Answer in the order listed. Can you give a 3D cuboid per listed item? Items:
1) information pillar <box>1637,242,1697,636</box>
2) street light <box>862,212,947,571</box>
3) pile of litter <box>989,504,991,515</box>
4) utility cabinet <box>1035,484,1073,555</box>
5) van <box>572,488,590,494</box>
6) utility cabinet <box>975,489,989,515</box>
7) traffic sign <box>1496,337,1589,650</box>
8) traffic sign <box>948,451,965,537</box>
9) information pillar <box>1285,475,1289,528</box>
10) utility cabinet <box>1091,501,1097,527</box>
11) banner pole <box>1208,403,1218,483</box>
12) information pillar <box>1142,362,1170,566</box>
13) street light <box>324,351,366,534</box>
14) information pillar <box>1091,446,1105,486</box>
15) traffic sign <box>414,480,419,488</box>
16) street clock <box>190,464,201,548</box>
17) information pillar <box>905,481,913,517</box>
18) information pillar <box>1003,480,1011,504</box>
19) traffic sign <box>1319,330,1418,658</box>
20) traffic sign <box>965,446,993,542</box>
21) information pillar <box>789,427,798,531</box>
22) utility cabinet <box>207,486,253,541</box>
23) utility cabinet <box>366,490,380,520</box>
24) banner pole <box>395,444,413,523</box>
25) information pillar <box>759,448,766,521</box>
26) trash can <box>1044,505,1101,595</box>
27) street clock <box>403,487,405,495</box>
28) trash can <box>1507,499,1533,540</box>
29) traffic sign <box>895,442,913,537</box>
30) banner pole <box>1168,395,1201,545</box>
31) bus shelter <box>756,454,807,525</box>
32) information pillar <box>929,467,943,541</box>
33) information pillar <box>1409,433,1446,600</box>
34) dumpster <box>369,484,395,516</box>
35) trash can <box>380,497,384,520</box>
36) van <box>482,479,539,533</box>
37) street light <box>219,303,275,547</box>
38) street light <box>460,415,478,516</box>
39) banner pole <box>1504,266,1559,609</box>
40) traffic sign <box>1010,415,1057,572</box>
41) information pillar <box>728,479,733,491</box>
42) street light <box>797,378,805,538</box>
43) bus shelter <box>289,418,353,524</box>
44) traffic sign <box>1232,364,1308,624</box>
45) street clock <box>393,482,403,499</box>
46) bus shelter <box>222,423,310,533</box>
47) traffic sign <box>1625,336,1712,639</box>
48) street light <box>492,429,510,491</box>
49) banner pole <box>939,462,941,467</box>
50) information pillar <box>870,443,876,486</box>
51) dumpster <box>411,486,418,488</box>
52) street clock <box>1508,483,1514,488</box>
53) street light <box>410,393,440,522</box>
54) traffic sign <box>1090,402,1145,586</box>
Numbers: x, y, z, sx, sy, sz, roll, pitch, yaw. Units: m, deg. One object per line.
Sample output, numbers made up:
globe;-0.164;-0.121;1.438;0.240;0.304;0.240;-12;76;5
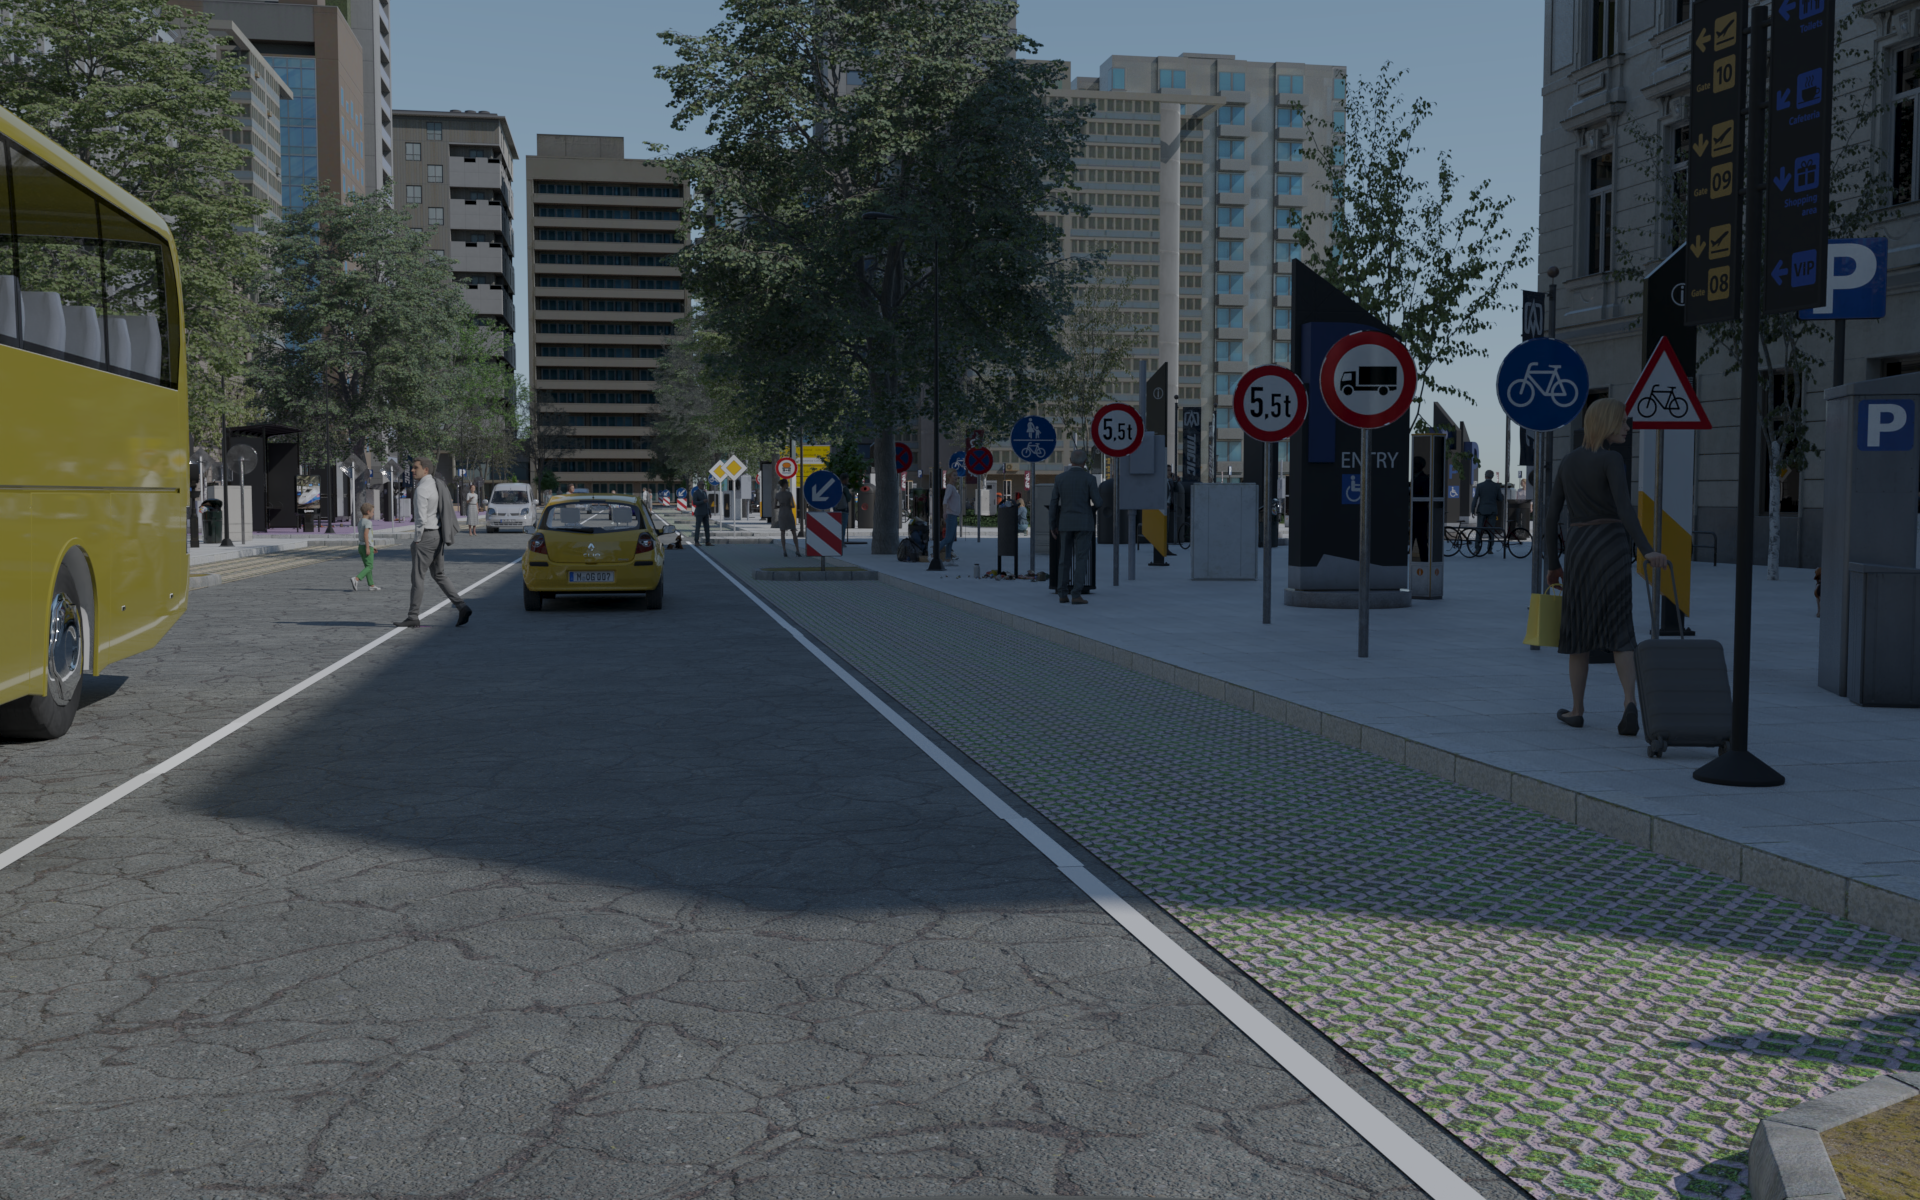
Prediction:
information pillar;6.389;-1.484;15.615;0.504;3.616;0.183;0;4;-5
street light;-0.926;-3.440;28.778;1.470;5.913;1.316;-1;4;-11
pile of litter;1.208;-4.882;93.779;1.176;0.858;1.719;-1;4;-13
utility cabinet;2.020;-1.700;36.477;0.318;1.500;1.173;-3;5;-45
van;-27.486;-7.221;125.069;2.013;2.044;4.112;-1;4;-10
utility cabinet;1.066;-4.451;81.459;0.318;1.500;1.173;1;4;19
traffic sign;4.734;-0.861;14.176;0.768;2.556;0.104;0;4;-2
traffic sign;0.030;-3.131;51.298;0.768;2.556;0.104;-1;4;-10
information pillar;12.640;-3.779;66.284;0.304;2.012;0.304;-2;4;-27
utility cabinet;5.235;-3.540;66.558;1.173;1.500;0.318;-3;5;-43
banner pole;6.983;-3.523;47.626;0.401;3.779;0.863;1;4;15
information pillar;3.486;-2.417;30.868;0.504;3.616;0.183;3;5;39
street light;-19.985;-5.124;56.314;1.470;5.913;1.316;-1;4;-11
information pillar;5.732;-4.966;72.553;0.504;3.616;0.183;2;4;30
traffic sign;-35.506;-6.885;112.680;0.768;2.556;0.104;0;4;-2
street clock;-18.286;-2.248;41.331;0.358;2.002;0.471;-2;4;-31
information pillar;-2.849;-5.649;96.860;0.304;2.012;0.304;-2;4;-34
information pillar;2.493;-5.302;91.181;0.304;2.012;0.304;-2;4;-30
traffic sign;3.172;-0.822;13.544;0.768;2.556;0.104;0;4;-1
traffic sign;0.500;-2.801;45.898;0.768;2.556;0.104;0;4;-4
information pillar;-5.776;-4.191;59.874;0.183;3.616;0.504;1;4;11
utility cabinet;-19.649;-2.319;46.600;0.318;1.500;1.173;2;4;29
utility cabinet;-28.872;-4.678;85.161;0.318;1.500;1.173;-3;4;-38
banner pole;-24.665;-5.309;76.821;0.863;3.779;0.401;0;4;4
information pillar;-9.449;-5.643;83.620;0.504;3.616;0.183;-2;4;-25
trash can;1.449;-0.651;22.290;0.748;1.137;0.748;0;3;0
street clock;-33.335;-6.040;103.328;0.471;2.002;0.358;-2;4;-24
trash can;15.560;-2.237;48.233;0.748;1.137;0.748;0;3;0
traffic sign;-1.538;-2.594;42.517;0.768;2.556;0.104;-1;4;-9
banner pole;5.675;-3.281;43.665;0.863;3.779;0.401;0;4;4
bus shelter;-7.612;-4.941;74.707;2.014;3.302;5.546;-1;4;-11
information pillar;-0.662;-2.651;47.839;0.304;2.012;0.304;-1;4;-16
information pillar;5.690;-1.015;21.085;0.304;2.012;0.304;-3;5;-43
dumpster;-32.111;-5.527;96.130;1.264;1.857;1.865;-1;4;-11
trash can;-29.217;-4.606;86.960;0.748;1.137;0.748;0;3;0
van;-16.704;-3.519;64.540;2.013;2.044;4.112;-1;4;-11
street light;-17.361;-4.260;42.193;1.470;5.913;1.316;-1;4;-11
street light;-28.506;-7.865;101.130;1.470;5.913;1.316;-1;4;-11
banner pole;6.341;-1.771;18.975;0.863;3.779;0.401;-3;5;-42
traffic sign;1.178;-1.709;28.046;0.768;2.556;0.104;-1;4;-9
information pillar;-11.492;-5.063;87.264;0.304;2.012;0.304;1;4;16
street light;-5.194;-4.787;50.804;1.470;5.913;1.316;-1;4;-11
bus shelter;-28.615;-6.111;77.551;2.179;5.291;8.768;-1;4;-11
traffic sign;3.037;-1.038;17.071;0.768;2.556;0.104;0;4;-7
street clock;-33.052;-5.921;101.377;0.358;2.002;0.471;-3;5;-41
bus shelter;-23.980;-4.207;60.068;1.731;3.624;6.357;-1;4;-11
traffic sign;5.791;-0.878;14.362;0.884;2.594;0.081;-1;4;-8
street light;-32.850;-9.254;123.847;1.470;5.913;1.316;-1;4;-11
banner pole;-1.718;-8.931;136.045;0.401;3.779;0.863;-3;4;-37
information pillar;-3.417;-4.839;70.474;0.504;3.616;0.183;-2;4;-27
dumpster;-35.690;-6.649;114.477;1.264;1.857;1.865;-1;4;-11
street clock;35.915;-6.643;113.188;0.471;2.002;0.358;0;4;-6
street light;-24.261;-6.481;78.500;1.470;5.913;1.316;-1;4;-11
traffic sign;2.181;-1.470;24.134;0.768;2.556;0.104;0;4;-7
